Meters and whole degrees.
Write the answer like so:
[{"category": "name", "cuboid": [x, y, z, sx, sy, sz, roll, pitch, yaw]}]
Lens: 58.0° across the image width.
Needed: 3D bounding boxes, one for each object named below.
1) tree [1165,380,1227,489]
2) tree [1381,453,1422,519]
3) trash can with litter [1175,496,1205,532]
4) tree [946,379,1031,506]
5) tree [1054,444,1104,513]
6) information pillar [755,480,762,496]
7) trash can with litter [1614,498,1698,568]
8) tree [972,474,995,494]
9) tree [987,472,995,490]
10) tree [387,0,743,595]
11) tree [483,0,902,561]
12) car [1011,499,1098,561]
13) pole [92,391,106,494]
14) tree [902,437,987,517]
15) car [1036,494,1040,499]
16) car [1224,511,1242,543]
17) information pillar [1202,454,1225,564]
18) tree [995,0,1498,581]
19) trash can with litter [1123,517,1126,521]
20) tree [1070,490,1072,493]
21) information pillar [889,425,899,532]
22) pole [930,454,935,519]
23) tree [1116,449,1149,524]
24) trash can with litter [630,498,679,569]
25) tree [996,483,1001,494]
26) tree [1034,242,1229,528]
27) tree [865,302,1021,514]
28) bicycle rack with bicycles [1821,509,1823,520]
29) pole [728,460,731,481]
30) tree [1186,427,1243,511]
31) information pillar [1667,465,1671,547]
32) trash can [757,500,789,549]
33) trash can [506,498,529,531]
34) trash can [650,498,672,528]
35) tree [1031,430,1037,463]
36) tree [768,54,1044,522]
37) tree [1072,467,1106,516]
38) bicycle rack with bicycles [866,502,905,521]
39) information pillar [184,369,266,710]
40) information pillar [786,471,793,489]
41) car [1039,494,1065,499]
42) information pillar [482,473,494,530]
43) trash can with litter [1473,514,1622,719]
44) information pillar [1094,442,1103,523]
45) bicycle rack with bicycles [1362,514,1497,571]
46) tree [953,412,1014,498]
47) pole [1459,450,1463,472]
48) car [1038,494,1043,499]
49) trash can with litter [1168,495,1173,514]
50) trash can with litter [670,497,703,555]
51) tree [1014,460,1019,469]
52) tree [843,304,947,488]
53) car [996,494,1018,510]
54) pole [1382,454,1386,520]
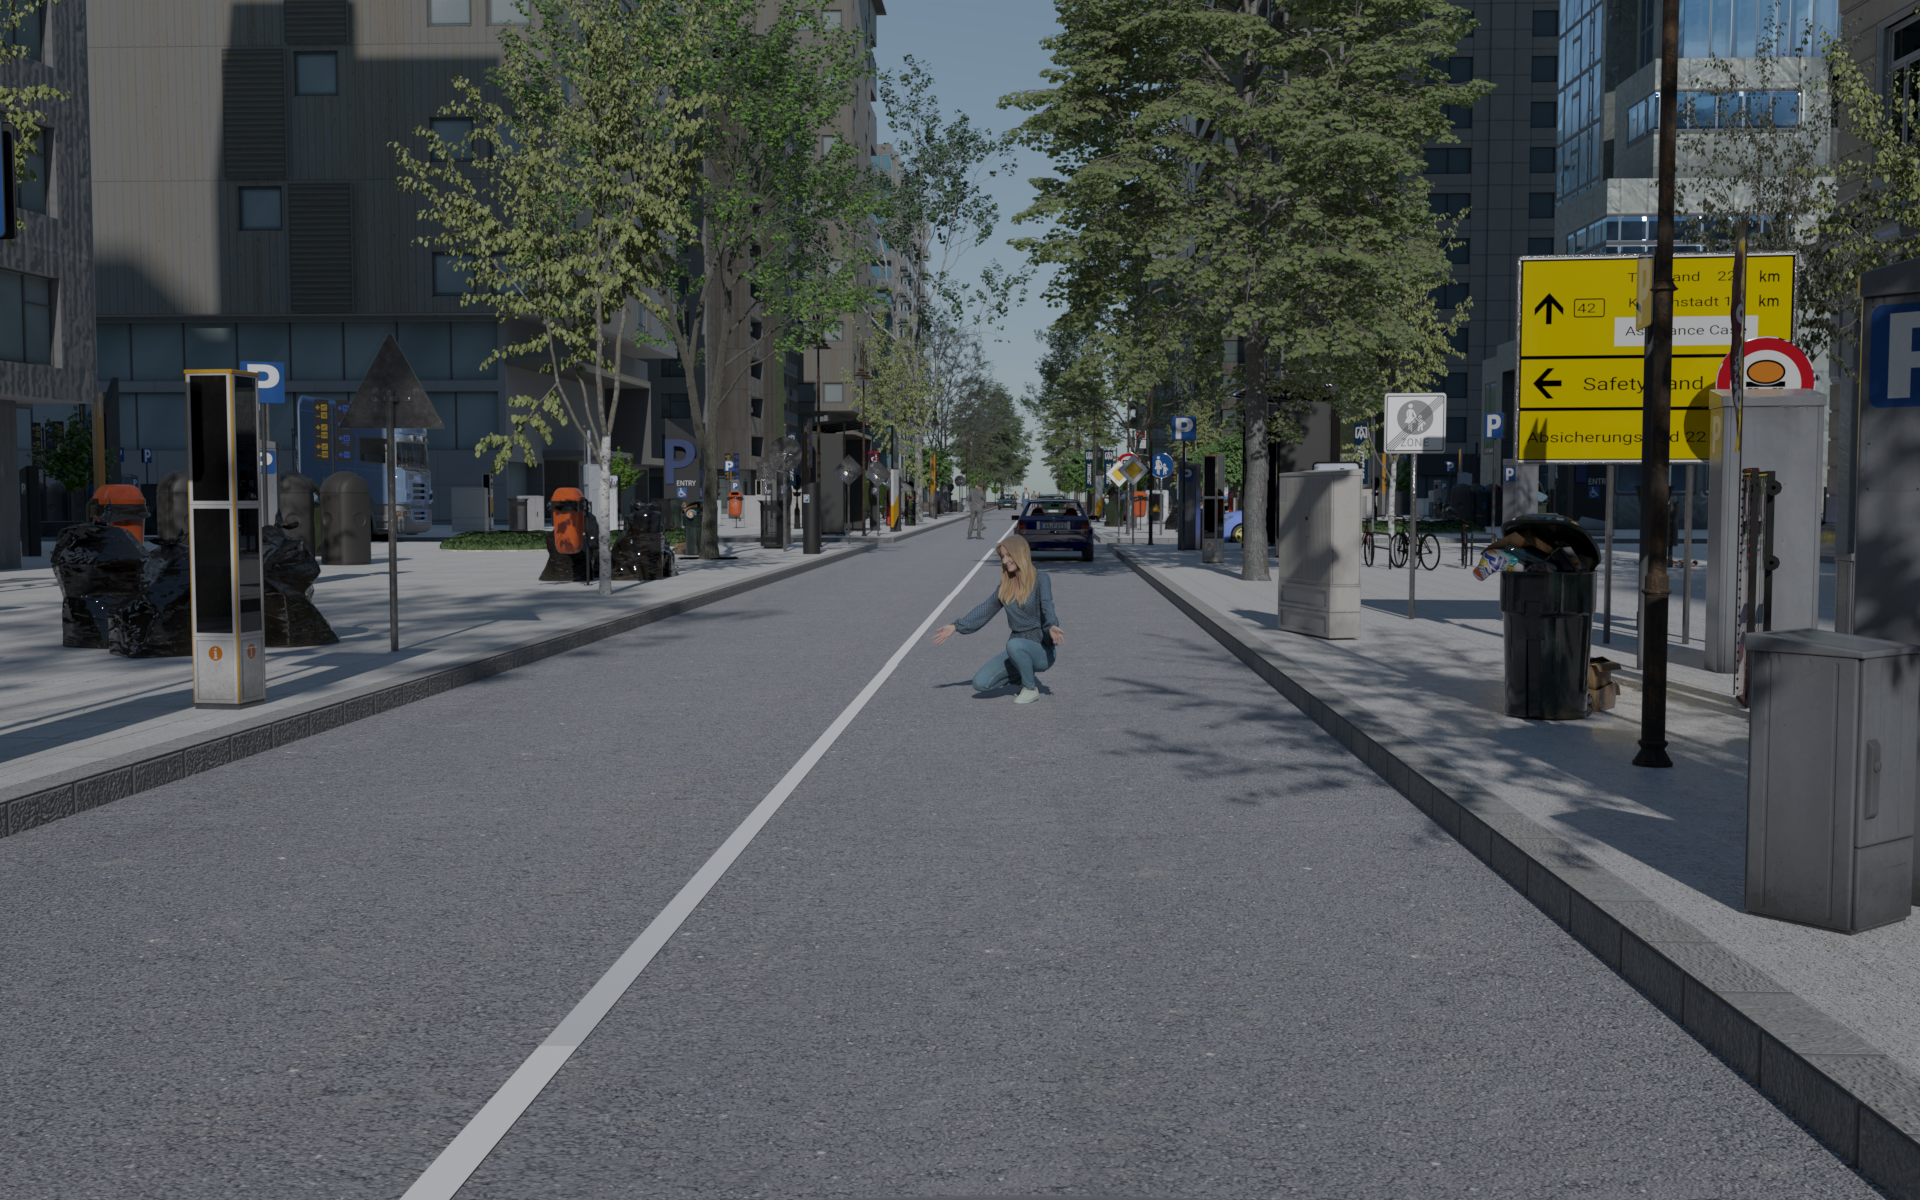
[{"category": "tree", "cuboid": [14.646, -9.613, 107.531, 4.737, 8.622, 4.395, 0, 3, 0]}, {"category": "tree", "cuboid": [19.133, -4.878, 74.350, 1.663, 3.219, 1.824, 0, 3, 0]}, {"category": "trash can with litter", "cuboid": [7.332, -2.656, 54.815, 1.055, 1.170, 0.624, 2, 4, 23]}, {"category": "tree", "cuboid": [2.615, -17.405, 191.228, 9.857, 13.997, 8.962, 0, 3, 0]}, {"category": "tree", "cuboid": [8.264, -7.939, 113.509, 4.285, 4.588, 4.351, 0, 3, 0]}, {"category": "information pillar", "cuboid": [-10.369, -5.179, 89.175, 0.304, 2.012, 0.304, -1, 4, -9]}, {"category": "trash can with litter", "cuboid": [12.595, -1.216, 30.931, 1.678, 1.210, 2.233, 1, 4, 20]}, {"category": "tree", "cuboid": [2.117, -10.586, 167.685, 1.663, 3.219, 1.824, 0, 3, 0]}, {"category": "tree", "cuboid": [1.789, -11.973, 179.476, 4.285, 4.588, 4.351, 0, 3, 0]}, {"category": "tree", "cuboid": [-4.716, -4.383, 22.028, 4.737, 8.622, 4.395, 0, 3, 0]}, {"category": "tree", "cuboid": [-4.985, -6.592, 33.535, 9.928, 11.665, 9.643, 0, 3, 0]}, {"category": "car", "cuboid": [2.088, -1.570, 38.246, 1.945, 1.354, 3.894, 0, 4, 4]}, {"category": "pole", "cuboid": [-17.137, -2.486, 34.494, 0.158, 3.312, 0.155, 0, 3, 0]}, {"category": "tree", "cuboid": [-1.672, -7.048, 98.943, 4.285, 4.588, 4.351, 0, 3, 0]}, {"category": "car", "cuboid": [12.633, -15.749, 267.289, 2.009, 1.686, 4.222, 0, 4, 3]}, {"category": "car", "cuboid": [8.881, -2.356, 48.118, 3.694, 1.707, 1.945, 0, 4, 2]}, {"category": "information pillar", "cuboid": [4.691, -1.685, 32.049, 0.304, 2.012, 0.304, 3, 4, 38]}, {"category": "tree", "cuboid": [4.061, -6.545, 25.136, 7.486, 12.596, 7.792, 0, 3, 0]}, {"category": "trash can with litter", "cuboid": [7.758, -4.391, 83.182, 0.624, 1.170, 1.055, -1, 4, -22]}, {"category": "tree", "cuboid": [11.754, -10.569, 167.410, 1.663, 3.219, 1.824, 0, 3, 0]}, {"category": "information pillar", "cuboid": [-2.216, -4.119, 58.699, 0.183, 3.616, 0.504, 1, 4, 20]}, {"category": "pole", "cuboid": [-1.498, -6.044, 92.659, 0.158, 3.312, 0.155, 0, 3, 0]}, {"category": "tree", "cuboid": [7.403, -4.825, 73.485, 1.663, 3.219, 1.824, 0, 3, 0]}, {"category": "trash can with litter", "cuboid": [-5.662, -1.094, 28.952, 2.233, 1.210, 1.678, -1, 4, -23]}, {"category": "tree", "cuboid": [4.752, -14.847, 237.343, 1.663, 3.219, 1.824, 0, 3, 0]}, {"category": "tree", "cuboid": [6.397, -7.991, 65.062, 8.767, 10.594, 7.601, 2, 4, 28]}, {"category": "tree", "cuboid": [-1.321, -12.312, 111.668, 12.009, 13.543, 11.850, 0, 3, 0]}, {"category": "bicycle rack with bicycles", "cuboid": [29.987, -2.848, 59.955, 2.925, 0.926, 2.852, -2, 4, -34]}, {"category": "pole", "cuboid": [-13.789, -6.723, 103.764, 0.158, 3.312, 0.155, 0, 3, 0]}, {"category": "tree", "cuboid": [13.191, -6.021, 82.153, 4.285, 4.588, 4.351, 0, 3, 0]}, {"category": "information pillar", "cuboid": [17.176, -3.106, 42.143, 0.183, 3.616, 0.504, 3, 5, 41]}, {"category": "trash can", "cuboid": [-4.375, -1.769, 40.584, 0.748, 1.137, 0.748, 0, 3, 0]}, {"category": "trash can", "cuboid": [-14.776, -2.830, 57.932, 0.748, 1.137, 0.748, 0, 3, 0]}, {"category": "trash can", "cuboid": [-9.718, -2.729, 56.272, 0.748, 1.137, 0.748, 0, 3, 0]}, {"category": "tree", "cuboid": [6.228, -21.313, 255.115, 9.857, 13.997, 8.962, 0, 3, 0]}, {"category": "tree", "cuboid": [-2.787, -13.561, 77.612, 12.611, 20.169, 13.585, 0, 3, 0]}, {"category": "tree", "cuboid": [7.820, -6.468, 100.359, 1.663, 3.219, 1.824, 0, 3, 0]}, {"category": "bicycle rack with bicycles", "cuboid": [-3.996, -4.256, 82.969, 2.852, 0.926, 2.925, -3, 5, -42]}, {"category": "information pillar", "cuboid": [-4.400, -0.360, 10.386, 0.304, 2.012, 0.304, 1, 4, 8]}, {"category": "information pillar", "cuboid": [-8.530, -5.838, 86.798, 0.183, 3.616, 0.504, -3, 4, -38]}, {"category": "car", "cuboid": [4.815, -4.954, 90.780, 2.009, 1.686, 4.222, 0, 4, 2]}, {"category": "information pillar", "cuboid": [-16.742, -3.482, 61.415, 0.304, 2.012, 0.304, 0, 4, 1]}, {"category": "trash can with litter", "cuboid": [3.484, 0.075, 10.166, 0.624, 1.170, 1.055, 3, 4, 37]}, {"category": "information pillar", "cuboid": [6.278, -5.307, 78.121, 0.183, 3.616, 0.504, 3, 4, 36]}, {"category": "bicycle rack with bicycles", "cuboid": [8.099, -1.021, 30.075, 2.852, 0.926, 2.925, 0, 4, 5]}, {"category": "tree", "cuboid": [1.530, -12.252, 150.683, 4.360, 8.622, 3.978, 0, 3, 0]}, {"category": "pole", "cuboid": [22.914, -5.228, 79.313, 0.158, 3.312, 0.155, 0, 3, 0]}, {"category": "car", "cuboid": [7.906, -9.143, 159.716, 2.015, 1.641, 3.980, 0, 4, 3]}, {"category": "trash can with litter", "cuboid": [14.299, -6.830, 122.734, 1.678, 1.210, 2.233, 2, 4, 33]}, {"category": "trash can with litter", "cuboid": [-5.724, -1.533, 36.447, 0.624, 1.170, 1.055, -3, 5, -41]}, {"category": "tree", "cuboid": [5.802, -17.895, 242.947, 4.360, 8.622, 3.978, 0, 3, 0]}, {"category": "tree", "cuboid": [-2.530, -7.067, 65.908, 4.737, 8.622, 4.395, 0, 3, 0]}, {"category": "car", "cuboid": [4.297, -8.990, 156.777, 2.009, 1.686, 4.222, 0, 4, 2]}, {"category": "pole", "cuboid": [21.334, -5.709, 87.192, 0.158, 3.312, 0.155, 0, 3, 0]}]
